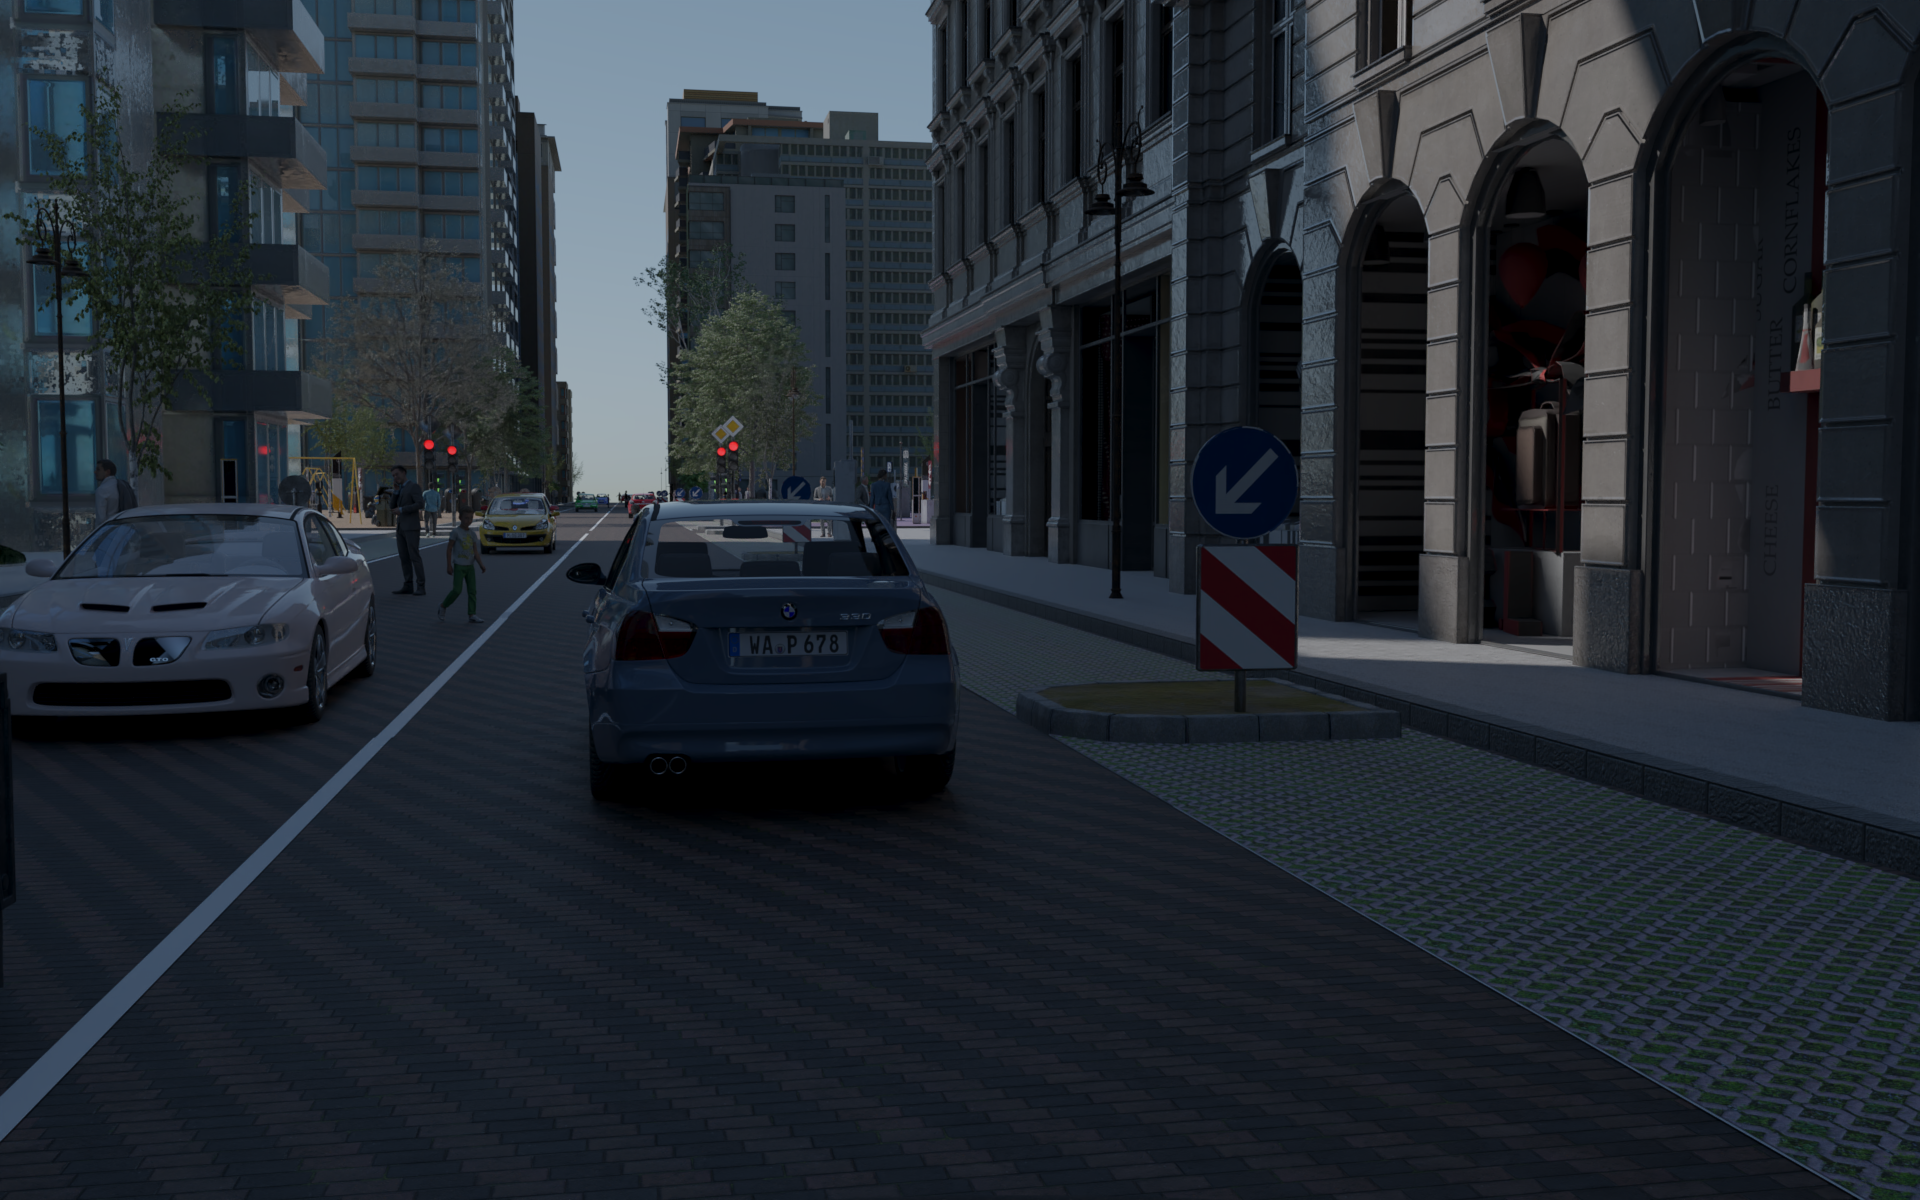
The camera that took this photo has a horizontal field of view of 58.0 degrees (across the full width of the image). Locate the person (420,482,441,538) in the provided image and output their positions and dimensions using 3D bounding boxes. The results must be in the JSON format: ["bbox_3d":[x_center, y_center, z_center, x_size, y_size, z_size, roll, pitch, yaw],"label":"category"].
[{"bbox_3d":[-17.372,-2.954,56.810,0.660,1.820,0.620,-2,4,-25],"label":"person"}]

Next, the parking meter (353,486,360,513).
[{"bbox_3d":[-40.581,-6.777,116.522,0.399,1.863,0.255,-2,4,-33],"label":"parking meter"}]

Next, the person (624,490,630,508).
[{"bbox_3d":[-34.893,-10.564,181.230,0.705,1.822,1.348,1,4,12],"label":"person"}]

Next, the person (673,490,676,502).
[{"bbox_3d":[-33.315,-11.976,202.524,0.621,1.740,0.551,1,4,22],"label":"person"}]

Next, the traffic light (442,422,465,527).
[{"bbox_3d":[-19.795,-4.819,67.716,0.839,4.253,0.868,-1,4,-11],"label":"traffic light"}]

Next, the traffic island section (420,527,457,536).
[{"bbox_3d":[-18.329,-2.307,60.001,2.009,0.180,2.903,-1,4,-11],"label":"traffic island section"}]

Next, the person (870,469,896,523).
[{"bbox_3d":[-1.726,-1.948,37.922,0.581,1.822,0.654,1,4,20],"label":"person"}]

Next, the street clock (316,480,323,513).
[{"bbox_3d":[-33.779,-5.308,91.351,0.358,2.002,0.471,0,4,0],"label":"street clock"}]

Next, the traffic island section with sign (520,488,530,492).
[{"bbox_3d":[-29.273,-6.616,116.806,1.989,1.847,2.006,-1,4,-11],"label":"traffic island section with sign"}]

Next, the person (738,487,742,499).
[{"bbox_3d":[-14.401,-6.481,112.760,0.760,1.731,0.466,-1,4,-20],"label":"person"}]

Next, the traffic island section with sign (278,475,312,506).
[{"bbox_3d":[-13.621,-1.639,35.427,1.989,1.847,2.006,-1,4,-11],"label":"traffic island section with sign"}]

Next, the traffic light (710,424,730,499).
[{"bbox_3d":[-9.623,-4.939,69.680,0.839,4.253,0.868,-1,4,-11],"label":"traffic light"}]

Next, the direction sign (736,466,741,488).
[{"bbox_3d":[-14.707,-7.522,114.978,0.379,3.537,0.876,1,4,14],"label":"direction sign"}]

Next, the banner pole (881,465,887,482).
[{"bbox_3d":[-6.394,-9.601,146.993,0.863,3.779,0.401,2,4,26],"label":"banner pole"}]

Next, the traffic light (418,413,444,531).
[{"bbox_3d":[-18.287,-4.340,59.874,0.839,4.253,0.868,-1,4,-11],"label":"traffic light"}]

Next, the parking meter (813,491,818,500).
[{"bbox_3d":[-11.537,-7.948,138.359,0.372,1.533,0.369,0,3,0],"label":"parking meter"}]

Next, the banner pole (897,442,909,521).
[{"bbox_3d":[-2.678,-5.671,82.734,0.401,3.779,0.863,-3,4,-39],"label":"banner pole"}]

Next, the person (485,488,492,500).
[{"bbox_3d":[-37.048,-7.935,136.131,0.532,1.782,0.716,-1,4,-21],"label":"person"}]

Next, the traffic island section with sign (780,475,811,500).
[{"bbox_3d":[-3.735,-1.774,37.636,1.989,1.847,2.006,-1,4,-11],"label":"traffic island section with sign"}]

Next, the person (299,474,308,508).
[{"bbox_3d":[-17.449,-2.417,45.738,0.526,1.800,0.537,-1,4,-12],"label":"person"}]

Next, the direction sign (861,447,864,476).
[{"bbox_3d":[-4.715,-5.615,83.804,0.379,3.537,0.876,-1,4,-12],"label":"direction sign"}]

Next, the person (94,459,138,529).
[{"bbox_3d":[-9.694,-0.692,19.914,0.850,1.850,0.679,0,4,6],"label":"person"}]

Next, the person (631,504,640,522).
[{"bbox_3d":[-6.801,-1.423,36.787,0.382,1.210,0.505,-2,4,-26],"label":"person"}]

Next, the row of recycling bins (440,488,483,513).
[{"bbox_3d":[-34.655,-6.859,119.258,3.534,1.692,1.069,-2,4,-26],"label":"row of recycling bins"}]

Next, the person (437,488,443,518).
[{"bbox_3d":[-27.511,-5.189,91.057,0.590,1.801,0.661,-3,5,-44],"label":"person"}]

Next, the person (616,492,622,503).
[{"bbox_3d":[-54.934,-16.506,279.108,0.721,1.736,1.217,2,4,35],"label":"person"}]

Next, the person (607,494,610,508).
[{"bbox_3d":[-36.439,-10.283,179.850,0.599,1.433,0.991,-2,4,-27],"label":"person"}]

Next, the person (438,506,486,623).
[{"bbox_3d":[-5.582,-0.405,19.369,0.590,1.304,0.306,1,4,23],"label":"person"}]

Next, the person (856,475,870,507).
[{"bbox_3d":[-2.484,-2.409,45.833,0.834,1.777,0.661,1,4,10],"label":"person"}]

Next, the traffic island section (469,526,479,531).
[{"bbox_3d":[-19.836,-2.787,67.843,2.009,0.180,2.903,-1,4,-11],"label":"traffic island section"}]

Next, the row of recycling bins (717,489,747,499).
[{"bbox_3d":[-17.694,-7.700,133.008,1.069,1.692,3.534,-2,4,-28],"label":"row of recycling bins"}]

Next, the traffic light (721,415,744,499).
[{"bbox_3d":[-8.115,-4.460,61.838,0.839,4.253,0.868,-1,4,-11],"label":"traffic light"}]

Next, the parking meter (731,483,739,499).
[{"bbox_3d":[-11.737,-5.179,90.391,0.399,1.863,0.255,-1,4,-11],"label":"parking meter"}]

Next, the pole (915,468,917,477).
[{"bbox_3d":[-3.405,-8.591,134.311,0.158,3.312,0.155,0,3,0],"label":"pole"}]

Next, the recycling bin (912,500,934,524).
[{"bbox_3d":[-1.693,-4.050,78.769,0.722,1.027,0.722,-3,5,-40],"label":"recycling bin"}]

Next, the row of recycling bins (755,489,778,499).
[{"bbox_3d":[-16.061,-7.985,137.669,3.534,1.692,1.069,2,4,24],"label":"row of recycling bins"}]

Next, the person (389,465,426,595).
[{"bbox_3d":[-7.886,-0.998,24.629,0.655,1.846,0.447,3,4,39],"label":"person"}]

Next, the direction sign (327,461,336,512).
[{"bbox_3d":[-42.831,-7.716,118.152,0.379,3.537,0.876,-1,4,-10],"label":"direction sign"}]

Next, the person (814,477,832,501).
[{"bbox_3d":[-4.046,-2.769,51.515,0.606,1.804,0.583,0,4,-7],"label":"person"}]

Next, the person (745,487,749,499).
[{"bbox_3d":[-14.622,-6.951,119.959,0.678,1.792,0.850,1,4,10],"label":"person"}]

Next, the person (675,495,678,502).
[{"bbox_3d":[-31.578,-11.246,193.151,0.421,1.427,0.697,1,4,17],"label":"person"}]

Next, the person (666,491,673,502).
[{"bbox_3d":[-38.635,-13.754,231.441,1.217,1.766,0.721,-1,4,-23],"label":"person"}]

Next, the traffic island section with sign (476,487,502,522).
[{"bbox_3d":[-24.180,-4.997,90.335,1.989,1.847,2.006,-1,4,-11],"label":"traffic island section with sign"}]

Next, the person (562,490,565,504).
[{"bbox_3d":[-53.871,-14.026,235.304,0.705,1.831,1.348,0,4,1],"label":"person"}]

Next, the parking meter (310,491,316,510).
[{"bbox_3d":[-46.377,-7.075,124.089,0.372,1.533,0.369,0,3,0],"label":"parking meter"}]

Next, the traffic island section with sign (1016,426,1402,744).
[{"bbox_3d":[1.417,-0.136,10.848,1.989,1.847,2.006,-1,4,-11],"label":"traffic island section with sign"}]
